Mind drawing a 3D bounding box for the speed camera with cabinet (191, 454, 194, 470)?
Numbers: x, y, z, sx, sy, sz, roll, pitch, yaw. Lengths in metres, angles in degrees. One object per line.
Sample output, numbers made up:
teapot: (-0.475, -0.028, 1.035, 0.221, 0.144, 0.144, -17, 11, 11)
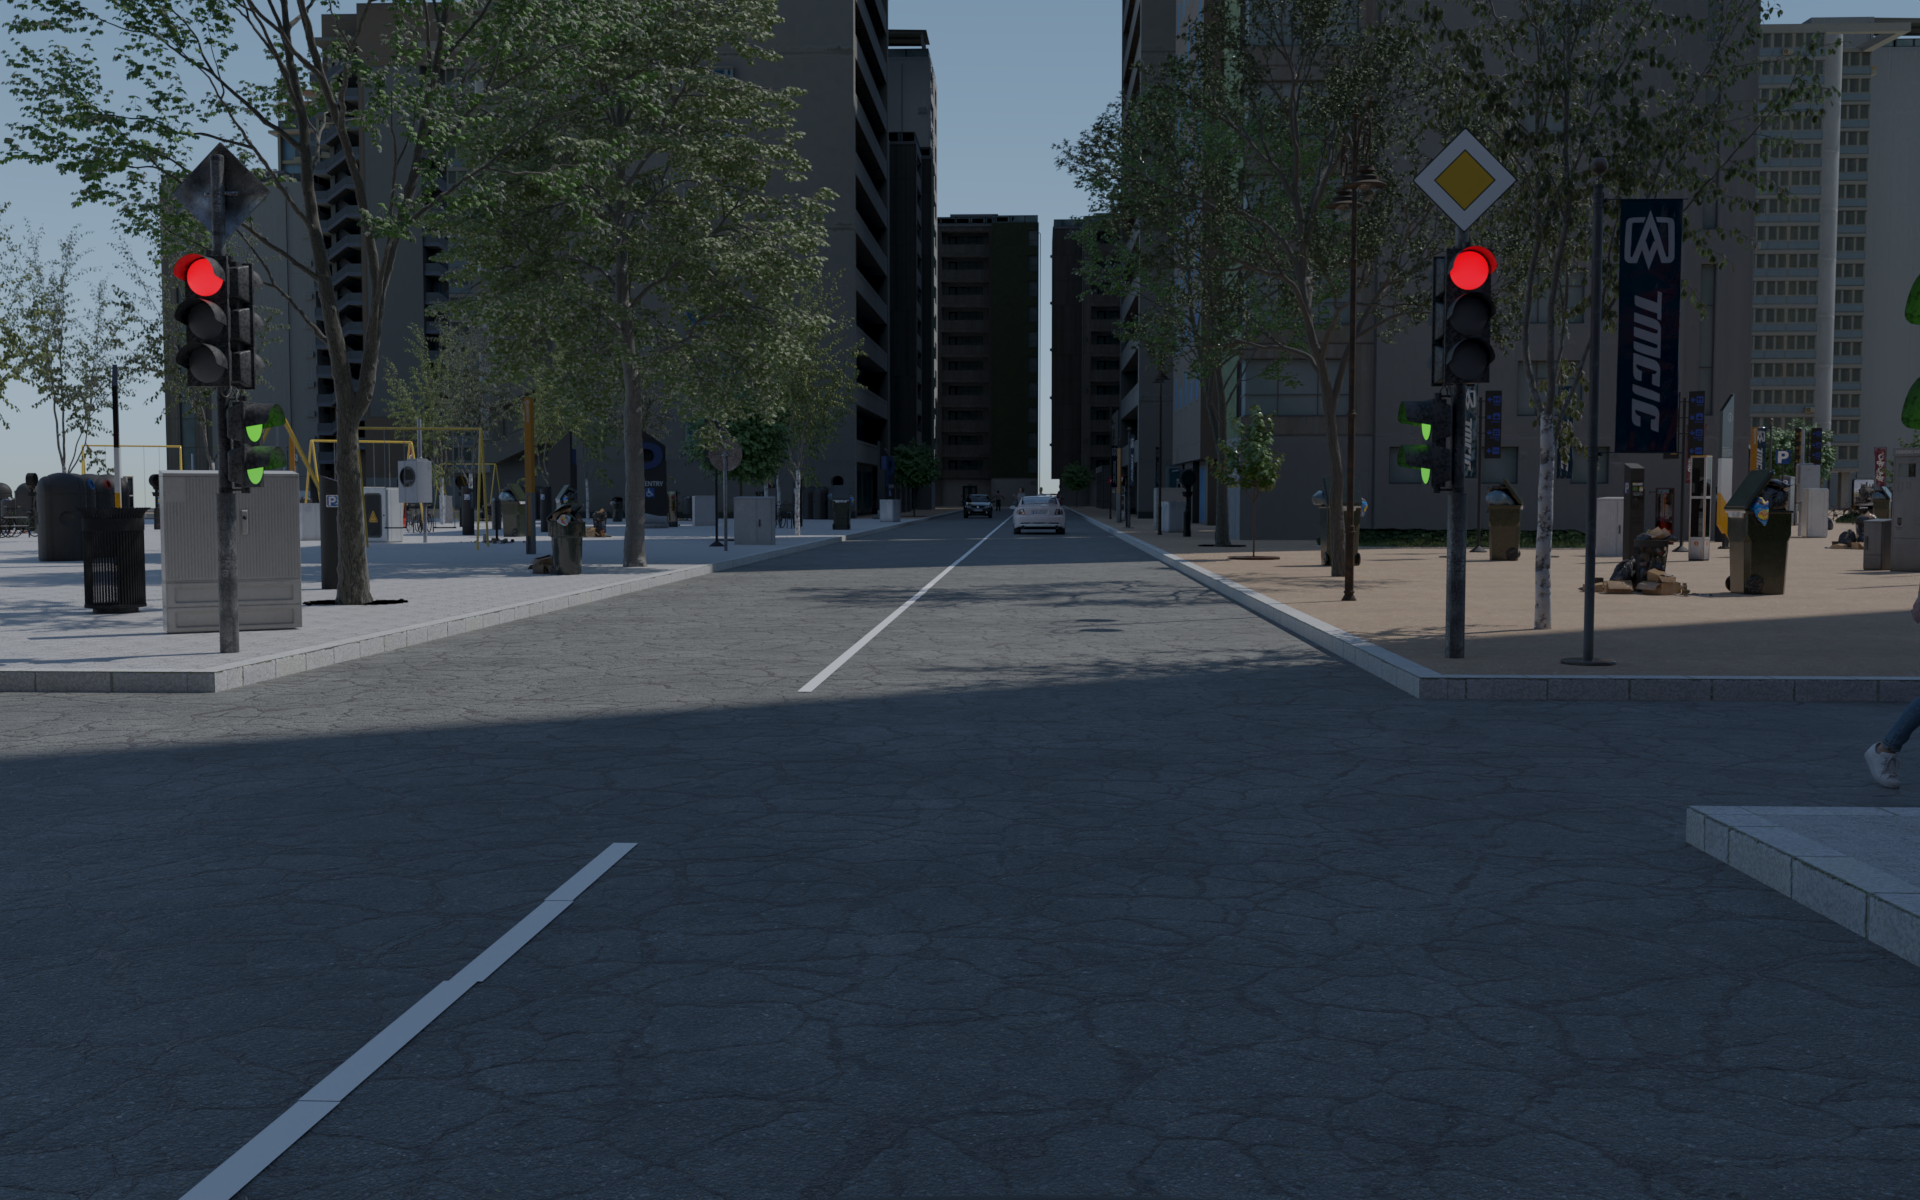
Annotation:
speed camera with cabinet: (-36.970, -5.562, 85.282, 2.038, 3.252, 0.660, -1, 4, -12)

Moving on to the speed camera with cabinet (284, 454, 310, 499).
speed camera with cabinet: (-32.946, -5.597, 85.845, 2.038, 3.252, 0.660, 3, 5, 43)

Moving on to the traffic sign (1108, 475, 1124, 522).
traffic sign: (7.333, -4.942, 80.803, 0.884, 2.594, 0.081, 1, 4, 11)

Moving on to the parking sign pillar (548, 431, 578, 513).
parking sign pillar: (-17.098, -5.264, 74.534, 1.447, 3.967, 1.447, 2, 4, 32)

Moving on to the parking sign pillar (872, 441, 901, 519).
parking sign pillar: (-3.773, -6.134, 88.755, 1.447, 3.967, 1.447, 1, 4, 21)

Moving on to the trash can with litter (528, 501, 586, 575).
trash can with litter: (-6.485, -0.996, 27.669, 1.055, 1.170, 0.624, 2, 4, 33)

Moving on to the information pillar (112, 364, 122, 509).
information pillar: (-15.148, -2.433, 31.128, 0.183, 3.616, 0.504, -2, 4, -24)

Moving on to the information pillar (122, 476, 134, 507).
information pillar: (-33.877, -4.042, 70.570, 0.304, 2.012, 0.304, 2, 4, 34)

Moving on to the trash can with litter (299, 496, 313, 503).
trash can with litter: (-26.285, -3.511, 68.467, 2.233, 1.210, 1.678, -3, 5, -43)

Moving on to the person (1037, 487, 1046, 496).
person: (3.690, -4.030, 75.056, 0.731, 1.740, 0.598, -3, 5, -40)

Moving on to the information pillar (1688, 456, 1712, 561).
information pillar: (14.194, -1.757, 33.215, 0.304, 2.012, 0.304, 3, 5, 44)

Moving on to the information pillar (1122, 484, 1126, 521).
information pillar: (7.719, -4.766, 82.413, 0.304, 2.012, 0.304, 1, 4, 13)

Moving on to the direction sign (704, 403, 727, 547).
direction sign: (-5.949, -3.075, 42.266, 0.379, 3.537, 0.876, -3, 5, -45)

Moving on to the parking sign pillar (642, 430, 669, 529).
parking sign pillar: (-11.677, -4.678, 64.962, 1.447, 3.967, 1.447, -1, 4, -17)

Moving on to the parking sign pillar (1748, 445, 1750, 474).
parking sign pillar: (35.126, -5.454, 77.646, 1.447, 3.967, 1.447, 0, 4, -4)

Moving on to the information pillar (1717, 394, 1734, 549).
information pillar: (17.827, -2.996, 40.335, 0.504, 3.616, 0.183, -3, 4, -37)

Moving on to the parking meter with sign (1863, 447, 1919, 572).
parking meter with sign: (15.807, -1.974, 28.539, 0.543, 3.016, 1.738, -2, 4, -27)

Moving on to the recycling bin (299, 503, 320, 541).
recycling bin: (-17.919, -2.162, 47.896, 0.722, 1.027, 0.722, -3, 4, -36)

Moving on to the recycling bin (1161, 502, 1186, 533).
recycling bin: (7.143, -2.779, 57.997, 0.722, 1.027, 0.722, -1, 4, -20)

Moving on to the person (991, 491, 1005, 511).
person: (3.163, -8.314, 145.142, 1.217, 1.736, 0.721, -1, 4, -12)

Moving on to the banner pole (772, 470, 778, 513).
banner pole: (-9.340, -5.960, 87.460, 0.401, 3.779, 0.863, 1, 4, 18)

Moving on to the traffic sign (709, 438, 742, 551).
traffic sign: (-5.278, -2.377, 38.964, 0.768, 2.556, 0.104, 0, 4, 6)

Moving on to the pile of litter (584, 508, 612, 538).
pile of litter: (-10.949, -2.296, 51.512, 1.176, 0.858, 1.719, 0, 4, -8)

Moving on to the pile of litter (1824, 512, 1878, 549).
pile of litter: (21.142, -1.613, 40.335, 1.719, 0.858, 1.176, 3, 5, 40)

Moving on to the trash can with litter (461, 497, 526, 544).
trash can with litter: (-12.247, -2.097, 45.338, 1.678, 1.210, 2.233, -1, 4, -14)

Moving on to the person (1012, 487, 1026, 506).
person: (2.789, -4.511, 82.615, 0.716, 1.782, 0.532, 3, 5, 40)

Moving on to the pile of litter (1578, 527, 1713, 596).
pile of litter: (8.826, -0.514, 22.365, 1.176, 0.858, 1.719, -1, 4, -22)

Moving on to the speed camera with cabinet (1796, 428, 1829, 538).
speed camera with cabinet: (25.404, -3.502, 51.601, 0.660, 3.252, 2.038, 1, 4, 17)

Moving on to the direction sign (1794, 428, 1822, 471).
direction sign: (29.124, -4.131, 59.537, 0.379, 3.537, 0.876, -3, 5, -45)

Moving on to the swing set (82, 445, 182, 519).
swing set: (-26.566, -3.533, 55.378, 3.119, 2.851, 2.862, -2, 4, -23)

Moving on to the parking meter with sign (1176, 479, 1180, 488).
parking meter with sign: (11.065, -5.464, 85.593, 0.543, 3.016, 1.738, -2, 4, -29)

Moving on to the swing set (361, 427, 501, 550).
swing set: (-12.557, -2.633, 40.672, 3.119, 2.851, 2.862, -1, 4, -10)

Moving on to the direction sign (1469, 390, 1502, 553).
direction sign: (11.416, -2.817, 38.047, 0.876, 3.537, 0.379, 1, 4, 19)

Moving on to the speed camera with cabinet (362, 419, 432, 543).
speed camera with cabinet: (-14.902, -3.144, 45.739, 2.038, 3.252, 0.660, 2, 4, 28)

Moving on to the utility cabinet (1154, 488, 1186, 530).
utility cabinet: (7.434, -3.206, 61.099, 1.173, 1.500, 0.318, -1, 4, -12)

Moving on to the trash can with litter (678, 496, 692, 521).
trash can with litter: (-12.704, -4.352, 82.218, 2.233, 1.210, 1.678, 2, 4, 30)

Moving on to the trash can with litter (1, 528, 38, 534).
trash can with litter: (-30.438, -2.744, 55.928, 2.233, 1.210, 1.678, 0, 4, 7)

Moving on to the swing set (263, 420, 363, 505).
swing set: (-13.339, -2.220, 33.910, 2.862, 2.851, 3.119, -1, 4, -21)

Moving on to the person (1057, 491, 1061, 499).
person: (9.213, -9.306, 161.329, 0.621, 1.740, 0.551, -1, 4, -9)

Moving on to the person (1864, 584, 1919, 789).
person: (4.716, 0.050, 8.363, 0.598, 1.740, 0.731, 3, 5, 39)

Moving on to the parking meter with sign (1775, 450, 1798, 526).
parking meter with sign: (33.204, -4.478, 69.472, 0.543, 3.016, 1.738, 3, 5, 39)

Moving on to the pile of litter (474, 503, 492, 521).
pile of litter: (-22.272, -4.111, 81.182, 1.719, 0.858, 1.176, 2, 4, 30)

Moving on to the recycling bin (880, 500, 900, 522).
recycling bin: (-3.211, -4.102, 79.616, 0.722, 1.027, 0.722, 2, 4, 28)

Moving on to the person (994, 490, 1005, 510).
person: (3.243, -8.405, 146.650, 1.217, 1.736, 0.721, -1, 4, -9)

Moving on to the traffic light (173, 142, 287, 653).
traffic light: (-5.891, -1.527, 13.889, 0.839, 4.253, 0.868, 0, 4, 3)

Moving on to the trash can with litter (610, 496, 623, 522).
trash can with litter: (-15.900, -4.197, 80.013, 0.624, 1.170, 1.055, -1, 4, -17)

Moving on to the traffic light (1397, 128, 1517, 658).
traffic light: (3.861, -1.501, 13.470, 0.839, 4.253, 0.868, 0, 4, 3)

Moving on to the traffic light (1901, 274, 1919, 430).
traffic light: (3.504, -1.014, 5.493, 0.839, 4.253, 0.868, 0, 4, 3)

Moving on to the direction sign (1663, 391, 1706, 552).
direction sign: (15.981, -2.831, 38.284, 0.876, 3.537, 0.379, 3, 5, 43)
